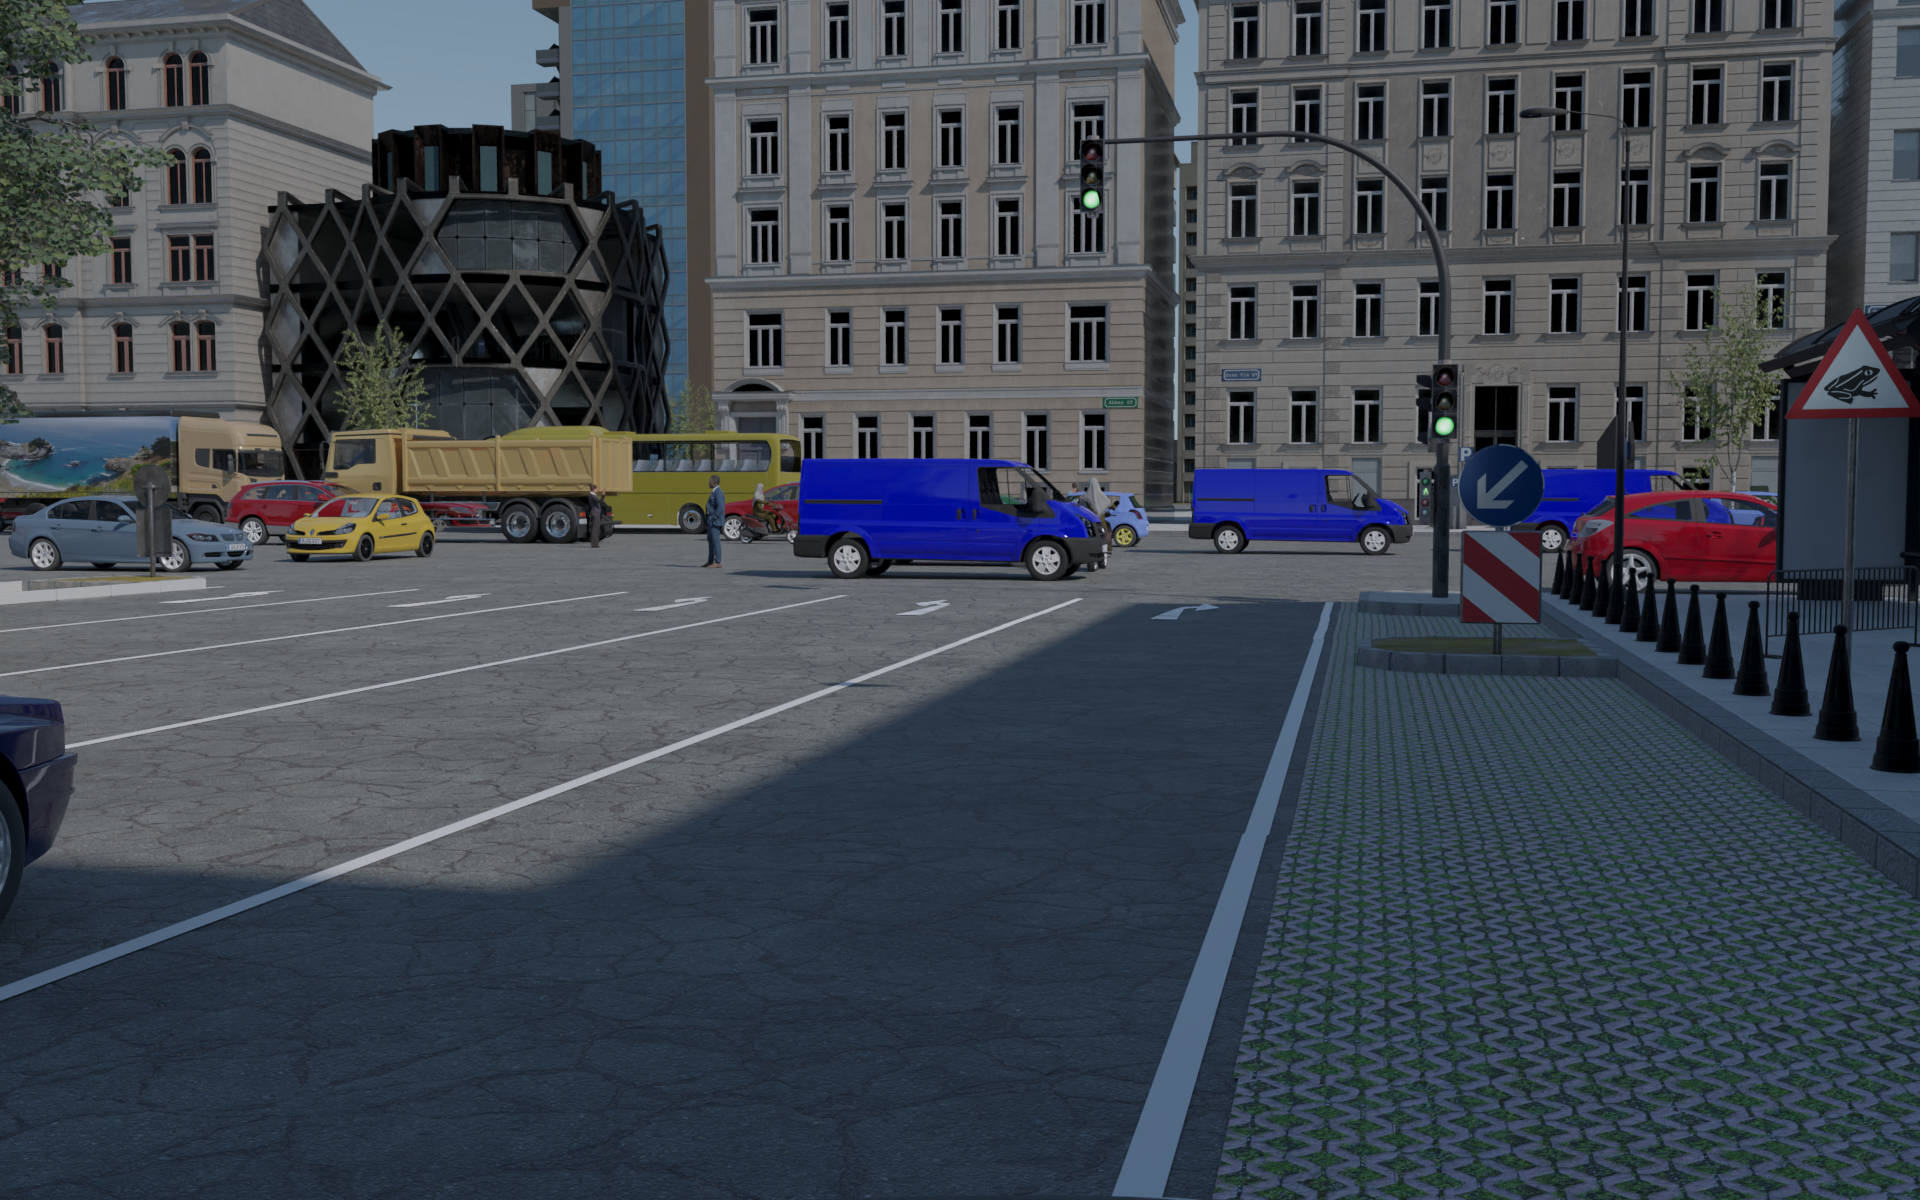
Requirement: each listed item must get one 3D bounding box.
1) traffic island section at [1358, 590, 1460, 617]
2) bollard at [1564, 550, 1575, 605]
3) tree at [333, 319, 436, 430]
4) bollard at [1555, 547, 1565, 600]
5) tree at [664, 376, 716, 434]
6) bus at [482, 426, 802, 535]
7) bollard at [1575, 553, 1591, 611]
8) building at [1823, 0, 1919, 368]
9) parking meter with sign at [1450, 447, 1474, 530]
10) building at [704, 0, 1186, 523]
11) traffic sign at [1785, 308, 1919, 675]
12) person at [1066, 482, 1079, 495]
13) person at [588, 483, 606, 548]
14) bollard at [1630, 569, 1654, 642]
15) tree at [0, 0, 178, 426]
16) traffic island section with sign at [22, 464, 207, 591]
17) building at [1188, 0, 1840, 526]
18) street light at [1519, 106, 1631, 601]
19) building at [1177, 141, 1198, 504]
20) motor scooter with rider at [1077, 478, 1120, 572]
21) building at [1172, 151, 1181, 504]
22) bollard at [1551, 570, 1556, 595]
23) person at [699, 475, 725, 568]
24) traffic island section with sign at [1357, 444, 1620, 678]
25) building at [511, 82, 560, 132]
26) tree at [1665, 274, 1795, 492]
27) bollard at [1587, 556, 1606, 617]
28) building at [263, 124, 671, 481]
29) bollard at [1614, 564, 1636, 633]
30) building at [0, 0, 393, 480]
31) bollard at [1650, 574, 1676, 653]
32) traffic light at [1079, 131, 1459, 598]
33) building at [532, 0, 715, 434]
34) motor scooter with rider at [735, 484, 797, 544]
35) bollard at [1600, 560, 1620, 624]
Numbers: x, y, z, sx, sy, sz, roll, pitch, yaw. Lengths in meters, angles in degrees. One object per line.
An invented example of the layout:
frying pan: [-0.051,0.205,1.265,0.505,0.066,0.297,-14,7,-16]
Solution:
traffic island section: [5.978,0.047,21.517,2.009,0.180,2.903,1,4,13]
bollard: [7.186,-0.249,20.111,0.229,0.601,0.229,0,3,0]
tree: [-24.815,-7.560,73.971,4.737,8.622,4.395,0,3,0]
bollard: [7.426,-0.310,21.114,0.229,0.601,0.229,0,3,0]
tree: [-17.442,-9.628,107.786,4.737,8.622,4.395,0,3,0]
bus: [-11.933,-4.363,62.884,12.252,3.916,2.896,1,4,14]
bollard: [6.949,-0.188,19.108,0.229,0.601,0.229,0,3,0]
building: [50.556,-17.801,68.532,29.804,29.767,11.434,1,4,13]
parking meter with sign: [18.195,-4.100,63.303,0.543,3.016,1.738,3,4,36]
building: [-0.265,-18.060,81.180,20.117,28.700,13.634,1,4,13]
traffic sign: [6.280,-0.746,12.203,0.884,2.594,0.081,1,4,19]
person: [3.598,-2.783,54.094,0.616,1.811,0.778,1,4,16]
person: [-9.642,-2.261,46.263,0.742,1.727,0.445,2,4,30]
bollard: [6.011,0.058,15.093,0.229,0.601,0.229,0,3,0]
tree: [-14.113,-6.765,19.723,9.857,13.997,8.962,0,3,0]
traffic island section with sign: [-12.573,-1.098,26.093,2.006,1.907,1.989,1,4,13]
building: [22.870,-16.964,74.621,25.104,27.353,12.463,1,4,13]
street light: [7.400,-2.953,20.828,1.470,5.913,1.316,1,4,13]
building: [41.709,-37.610,238.624,21.600,48.544,21.300,1,4,13]
motor scooter with rider: [2.601,-1.437,32.466,0.876,1.779,1.986,1,4,12]
building: [18.606,-40.260,247.489,27.495,52.752,28.713,1,4,13]
bollard: [7.662,-0.371,22.113,0.229,0.601,0.229,0,3,0]
person: [-4.760,-1.523,33.580,0.419,1.800,0.721,-2,4,-26]
traffic island section with sign: [4.365,-0.362,14.540,1.989,1.847,2.006,1,4,13]
building: [-35.485,-30.043,174.795,14.086,41.232,14.154,1,4,13]
tree: [26.211,-6.629,58.754,4.737,8.622,4.395,0,3,0]
bollard: [6.724,-0.126,18.106,0.229,0.601,0.229,0,3,0]
building: [-24.067,-13.517,88.450,16.811,18.784,16.820,1,4,13]
bollard: [6.249,-0.004,16.104,0.229,0.601,0.229,0,3,0]
building: [-44.121,-18.571,91.027,23.554,28.519,14.401,1,4,13]
bollard: [5.777,0.120,14.083,0.229,0.601,0.229,0,3,0]
traffic light: [3.885,-2.880,21.748,4.771,5.953,1.251,1,4,13]
building: [-23.718,-29.809,137.490,14.600,45.320,14.200,1,4,13]
motor scooter with rider: [-5.501,-2.489,49.662,1.986,1.779,0.876,1,4,11]
bollard: [6.488,-0.065,17.105,0.229,0.601,0.229,0,3,0]
